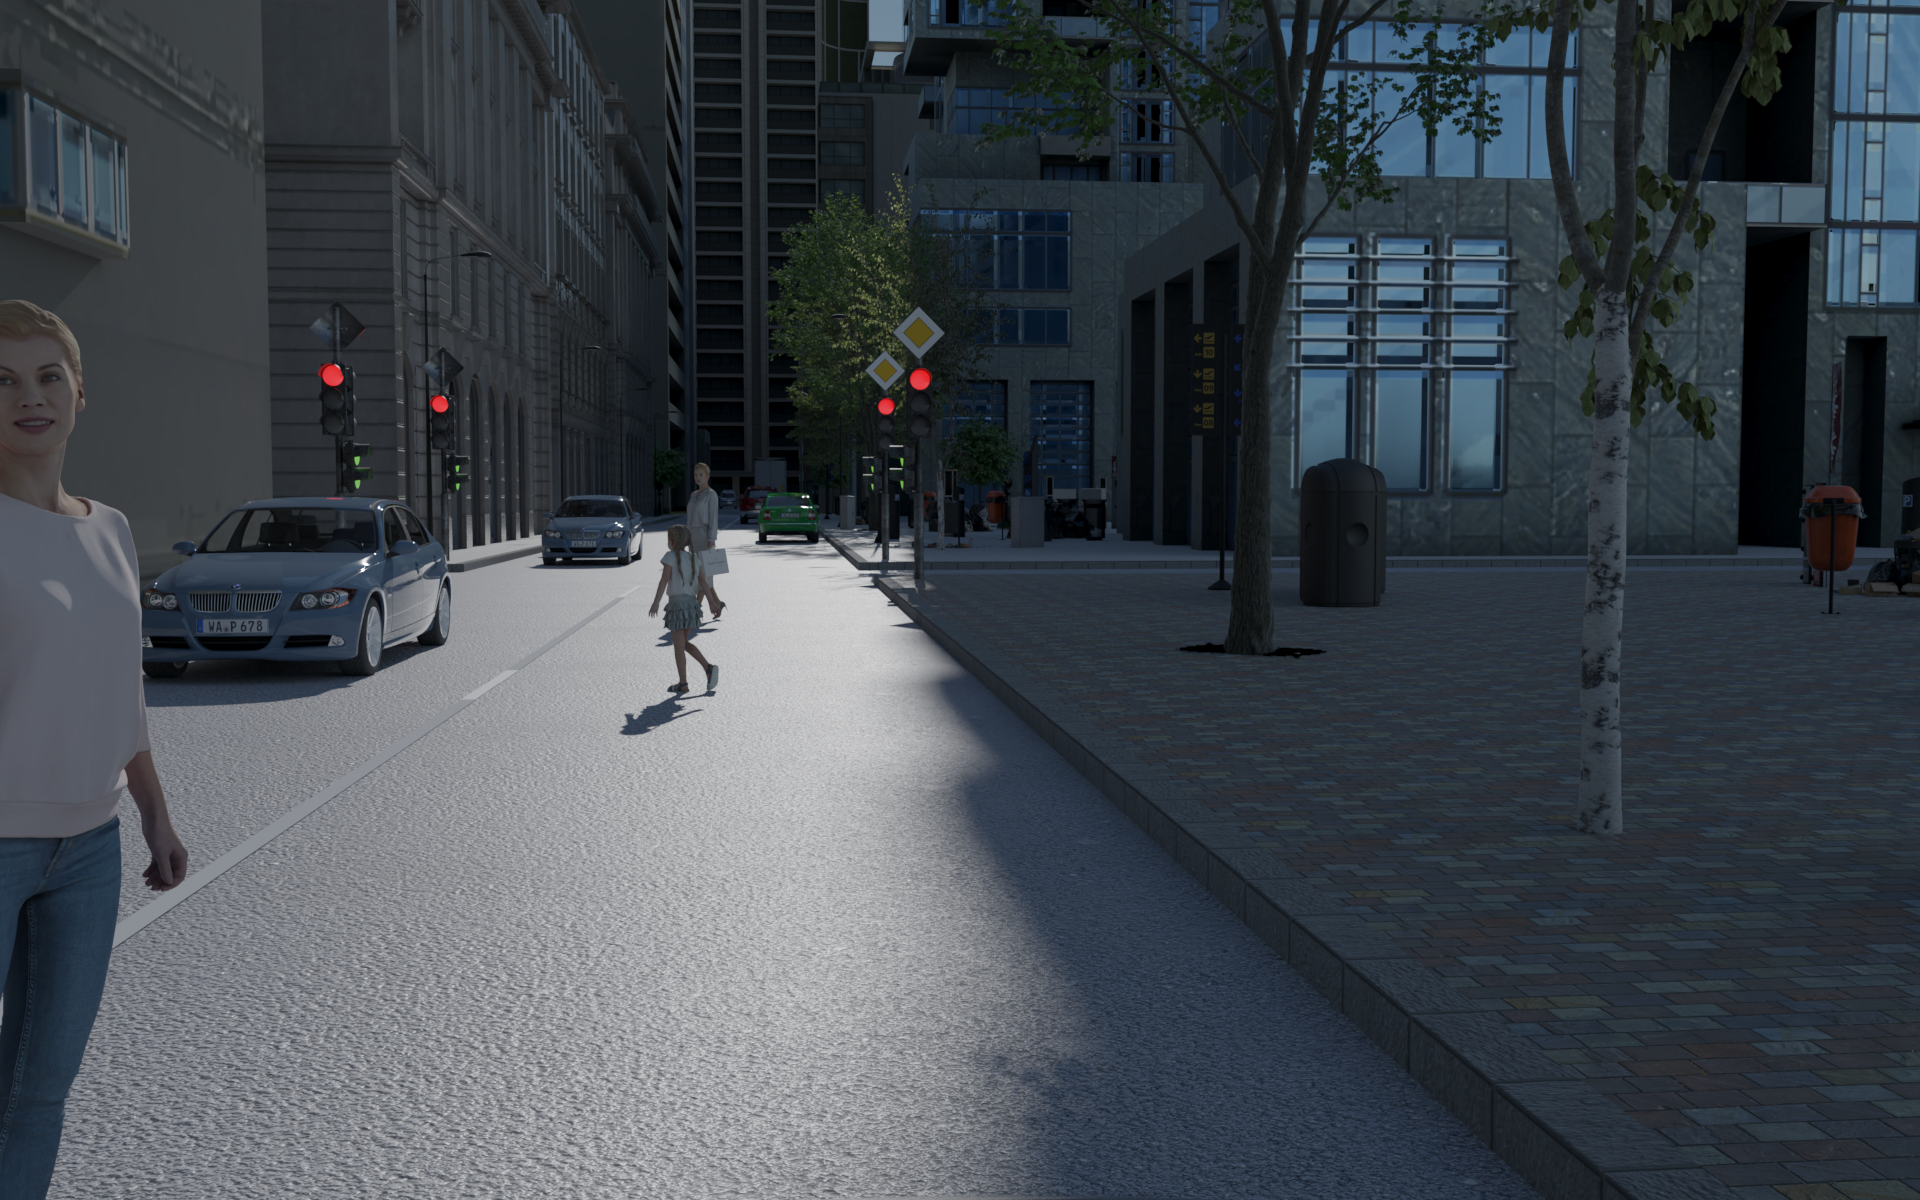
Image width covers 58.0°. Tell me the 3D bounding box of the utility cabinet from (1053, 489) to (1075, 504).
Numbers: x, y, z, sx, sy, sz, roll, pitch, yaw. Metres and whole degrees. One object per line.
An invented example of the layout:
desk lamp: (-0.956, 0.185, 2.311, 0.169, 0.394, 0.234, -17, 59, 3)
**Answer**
utility cabinet: (4.487, -4.116, 75.976, 1.173, 1.500, 0.318, -1, 4, -22)

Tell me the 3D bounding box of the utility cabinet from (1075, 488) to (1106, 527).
utility cabinet: (5.054, -3.524, 66.293, 0.318, 1.500, 1.173, -3, 5, -43)

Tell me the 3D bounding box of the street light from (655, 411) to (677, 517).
street light: (-16.483, -7.600, 96.807, 1.470, 5.913, 1.316, 0, 4, -6)

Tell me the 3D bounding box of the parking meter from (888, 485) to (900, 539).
parking meter: (-1.892, -2.488, 49.084, 0.372, 1.533, 0.369, 0, 3, 0)

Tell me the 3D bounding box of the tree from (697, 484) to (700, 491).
tree: (-24.585, -10.139, 160.381, 1.663, 3.219, 1.824, 0, 3, 0)

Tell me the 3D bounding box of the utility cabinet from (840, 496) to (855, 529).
utility cabinet: (-4.133, -3.222, 63.840, 0.306, 1.237, 1.020, 1, 4, 14)

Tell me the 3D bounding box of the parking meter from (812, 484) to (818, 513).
parking meter: (-8.164, -5.619, 97.586, 0.255, 1.863, 0.399, -2, 4, -34)

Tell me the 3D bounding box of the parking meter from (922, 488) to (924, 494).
parking meter: (-1.649, -3.795, 70.466, 0.372, 1.533, 0.369, 0, 3, 0)

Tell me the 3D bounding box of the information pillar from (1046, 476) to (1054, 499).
information pillar: (3.730, -4.142, 72.210, 0.304, 2.012, 0.304, 0, 4, -3)

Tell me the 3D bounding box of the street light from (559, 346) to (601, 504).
street light: (-11.990, -5.013, 54.509, 1.470, 5.913, 1.316, 0, 4, -6)

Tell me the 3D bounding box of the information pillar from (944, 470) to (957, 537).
information pillar: (-0.281, -2.919, 52.223, 0.304, 2.012, 0.304, 2, 4, 25)

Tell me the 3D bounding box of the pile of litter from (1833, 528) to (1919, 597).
pile of litter: (11.921, -0.480, 21.813, 1.176, 0.858, 1.719, -1, 4, -22)

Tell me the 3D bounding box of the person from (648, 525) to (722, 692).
person: (-1.995, 0.064, 12.470, 0.382, 1.210, 0.505, 3, 4, 37)

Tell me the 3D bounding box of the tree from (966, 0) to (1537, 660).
tree: (2.505, -5.372, 13.580, 9.928, 11.665, 9.643, 0, 3, 0)

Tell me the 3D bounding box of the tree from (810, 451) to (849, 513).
tree: (-8.543, -8.117, 116.423, 4.285, 4.588, 4.351, 0, 3, 0)

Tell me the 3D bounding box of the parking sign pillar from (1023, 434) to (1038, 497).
parking sign pillar: (3.170, -5.454, 77.646, 1.447, 3.967, 1.447, 1, 4, 14)

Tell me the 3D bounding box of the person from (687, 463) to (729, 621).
person: (-2.857, -0.654, 19.554, 0.624, 1.780, 0.694, -2, 4, -32)

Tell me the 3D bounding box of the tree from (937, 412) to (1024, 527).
tree: (0.826, -5.134, 67.662, 4.285, 4.588, 4.351, 0, 3, 0)

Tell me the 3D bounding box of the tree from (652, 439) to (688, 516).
tree: (-17.948, -7.360, 104.054, 4.285, 4.588, 4.351, 0, 3, 0)

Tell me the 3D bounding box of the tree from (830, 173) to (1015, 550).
tree: (-0.589, -5.443, 39.363, 4.360, 8.622, 3.978, 0, 3, 0)

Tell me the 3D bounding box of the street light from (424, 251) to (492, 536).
street light: (-9.665, -3.713, 33.255, 1.470, 5.913, 1.316, 0, 4, -6)

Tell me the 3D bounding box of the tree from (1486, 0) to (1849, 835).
tree: (2.676, -3.423, 6.326, 4.737, 8.622, 4.395, 0, 3, 0)

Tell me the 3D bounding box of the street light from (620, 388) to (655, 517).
street light: (-14.241, -6.305, 75.629, 1.470, 5.913, 1.316, 0, 4, -6)

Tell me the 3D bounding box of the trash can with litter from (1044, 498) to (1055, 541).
trash can with litter: (2.088, -2.178, 47.000, 0.624, 1.170, 1.055, -3, 5, -40)

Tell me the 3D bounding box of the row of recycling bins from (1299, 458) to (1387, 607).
row of recycling bins: (4.699, -0.863, 21.216, 1.069, 1.692, 3.534, 1, 4, 15)

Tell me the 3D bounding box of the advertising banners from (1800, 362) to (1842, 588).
advertising banners: (11.923, -1.700, 23.983, 0.090, 3.025, 2.074, 1, 4, 16)

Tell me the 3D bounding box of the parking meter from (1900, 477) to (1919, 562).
parking meter: (13.403, -0.970, 24.279, 0.372, 1.533, 0.369, 0, 3, 0)

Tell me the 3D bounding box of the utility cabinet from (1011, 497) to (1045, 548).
utility cabinet: (1.625, -1.865, 41.661, 0.306, 1.237, 1.020, 3, 4, 37)

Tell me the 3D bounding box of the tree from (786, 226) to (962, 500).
tree: (-3.670, -9.529, 73.931, 7.486, 12.596, 7.792, 0, 3, 0)

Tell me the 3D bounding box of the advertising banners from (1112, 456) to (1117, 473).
advertising banners: (7.392, -5.043, 78.648, 0.090, 3.025, 2.074, -2, 4, -25)

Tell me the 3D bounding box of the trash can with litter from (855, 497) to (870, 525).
trash can with litter: (-3.950, -3.717, 72.159, 0.624, 1.170, 1.055, 2, 4, 26)

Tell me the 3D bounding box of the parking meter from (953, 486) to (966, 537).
parking meter: (-0.030, -2.635, 51.494, 0.372, 1.533, 0.369, 0, 3, 0)

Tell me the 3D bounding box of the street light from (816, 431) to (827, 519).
street light: (-5.112, -5.745, 66.467, 1.470, 5.913, 1.316, 0, 4, -6)

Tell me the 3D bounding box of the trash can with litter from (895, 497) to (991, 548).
trash can with litter: (-0.512, -1.869, 41.617, 2.233, 1.210, 1.678, 2, 4, 32)

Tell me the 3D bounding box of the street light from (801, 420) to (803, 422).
street light: (-7.286, -7.037, 87.596, 1.470, 5.913, 1.316, 0, 4, -6)

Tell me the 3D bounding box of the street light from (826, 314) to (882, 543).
street light: (-2.634, -4.428, 44.939, 1.470, 5.913, 1.316, 0, 4, -6)

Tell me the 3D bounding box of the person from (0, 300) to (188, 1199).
person: (-1.677, 0.392, 2.759, 0.598, 1.740, 0.731, 1, 4, 9)
